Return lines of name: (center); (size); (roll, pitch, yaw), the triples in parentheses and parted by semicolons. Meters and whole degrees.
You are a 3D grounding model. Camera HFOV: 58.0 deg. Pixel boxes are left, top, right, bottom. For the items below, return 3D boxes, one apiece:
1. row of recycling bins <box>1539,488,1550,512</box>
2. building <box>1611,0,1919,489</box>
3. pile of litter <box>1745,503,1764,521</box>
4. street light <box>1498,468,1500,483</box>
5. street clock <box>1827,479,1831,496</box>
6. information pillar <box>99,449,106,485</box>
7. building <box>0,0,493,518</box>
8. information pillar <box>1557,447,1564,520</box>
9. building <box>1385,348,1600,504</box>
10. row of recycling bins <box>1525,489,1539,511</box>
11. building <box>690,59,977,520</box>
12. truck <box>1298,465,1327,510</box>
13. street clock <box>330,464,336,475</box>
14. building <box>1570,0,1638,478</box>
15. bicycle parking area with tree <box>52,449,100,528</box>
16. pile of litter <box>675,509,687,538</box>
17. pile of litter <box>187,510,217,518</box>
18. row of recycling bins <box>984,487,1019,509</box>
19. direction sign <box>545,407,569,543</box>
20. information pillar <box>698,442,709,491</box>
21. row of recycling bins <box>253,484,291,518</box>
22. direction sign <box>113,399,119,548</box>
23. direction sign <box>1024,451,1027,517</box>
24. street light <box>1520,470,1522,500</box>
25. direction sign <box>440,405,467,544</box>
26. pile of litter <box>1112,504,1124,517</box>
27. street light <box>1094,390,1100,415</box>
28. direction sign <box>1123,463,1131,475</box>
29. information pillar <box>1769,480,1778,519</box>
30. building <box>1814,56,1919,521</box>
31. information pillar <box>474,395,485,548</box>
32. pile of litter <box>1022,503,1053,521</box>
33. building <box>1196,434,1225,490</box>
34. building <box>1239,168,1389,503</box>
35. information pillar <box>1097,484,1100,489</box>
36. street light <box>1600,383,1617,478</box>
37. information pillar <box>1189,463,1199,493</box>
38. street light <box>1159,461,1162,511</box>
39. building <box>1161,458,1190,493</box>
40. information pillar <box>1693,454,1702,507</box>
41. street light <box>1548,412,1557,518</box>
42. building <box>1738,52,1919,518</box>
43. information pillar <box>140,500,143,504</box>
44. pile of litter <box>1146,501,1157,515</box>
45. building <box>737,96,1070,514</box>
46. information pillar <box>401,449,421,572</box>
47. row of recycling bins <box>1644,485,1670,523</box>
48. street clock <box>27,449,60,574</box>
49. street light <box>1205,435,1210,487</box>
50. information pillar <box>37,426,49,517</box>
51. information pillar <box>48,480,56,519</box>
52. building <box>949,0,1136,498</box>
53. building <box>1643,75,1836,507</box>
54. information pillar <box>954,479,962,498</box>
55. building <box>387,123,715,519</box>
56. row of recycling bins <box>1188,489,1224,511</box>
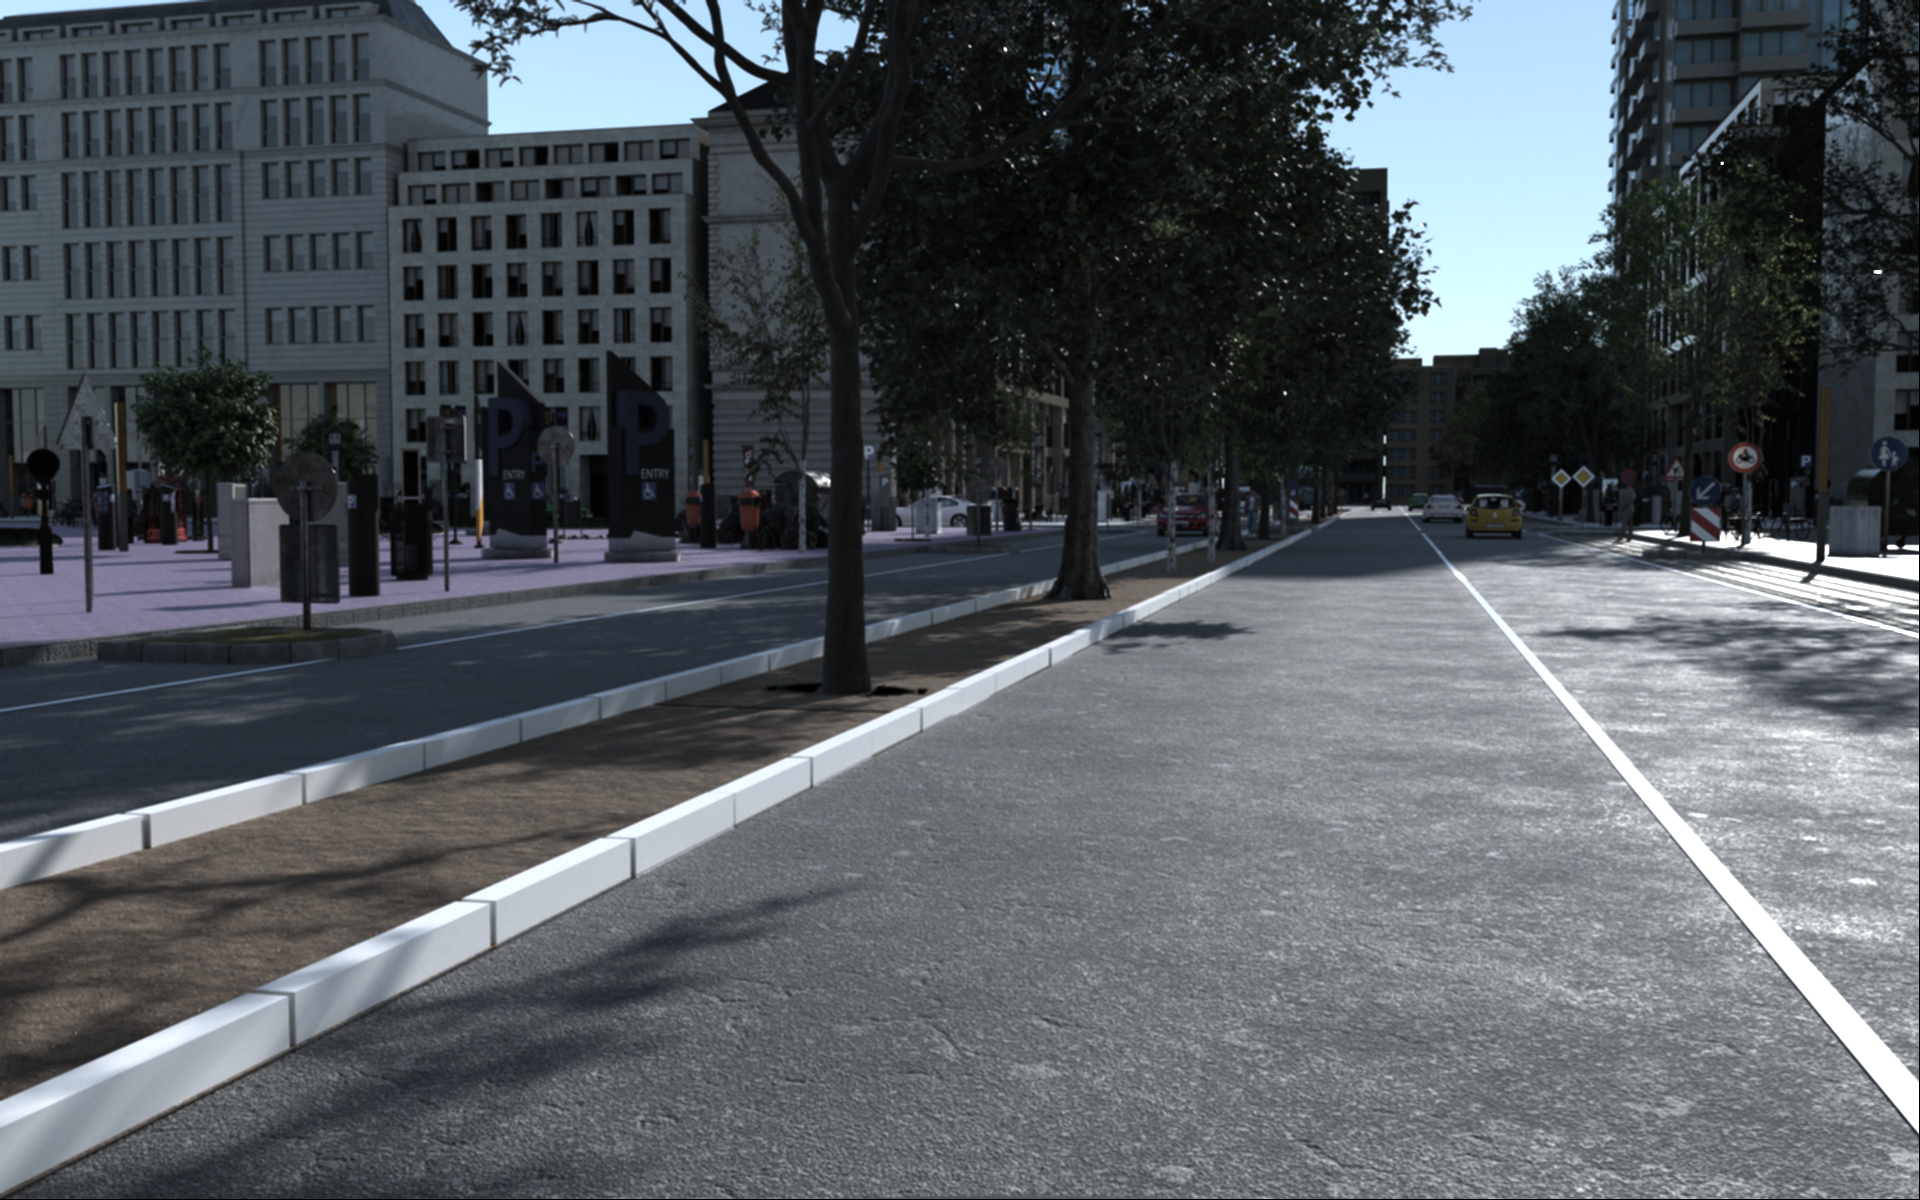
row of recycling bins: (42.930, -7.214, 125.069); (1.069, 1.692, 3.534); (1, 4, 8)
building: (70.458, -32.573, 152.180); (23.786, 49.044, 30.456); (1, 4, 14)
pile of litter: (38.199, -4.247, 83.407); (1.176, 0.858, 1.719); (3, 4, 39)
street light: (43.554, -10.223, 139.926); (0.468, 5.910, 1.993); (1, 4, 14)
street clock: (40.274, -4.655, 80.675); (0.471, 2.002, 0.358); (2, 4, 29)
information pillar: (-43.492, -5.901, 87.841); (0.183, 3.616, 0.504); (1, 4, 10)
building: (-43.401, -19.765, 100.646); (29.804, 29.767, 11.434); (1, 4, 14)
information pillar: (30.130, -5.837, 86.785); (0.183, 3.616, 0.504); (2, 4, 32)
building: (75.057, -24.435, 244.550); (28.899, 21.520, 27.650); (1, 4, 14)
row of recycling bins: (42.948, -7.488, 129.536); (1.069, 1.692, 3.534); (1, 4, 11)
building: (-5.802, -16.319, 95.700); (11.050, 23.489, 19.941); (1, 4, 14)
truck: (33.777, -10.803, 166.386); (2.967, 4.110, 18.799); (1, 4, 12)
street clock: (-15.062, -2.242, 41.232); (0.471, 2.002, 0.358); (3, 5, 42)
building: (77.156, -53.125, 181.267); (22.319, 86.520, 31.000); (1, 4, 14)
bicycle parking area with tree: (-36.092, -4.875, 66.715); (8.231, 4.147, 9.016); (-1, 4, -18)
pile of litter: (-8.390, -2.275, 51.167); (1.176, 0.858, 1.719); (2, 4, 30)
pile of litter: (-41.247, -4.890, 93.921); (1.719, 0.858, 1.176); (1, 4, 11)
row of recycling bins: (1.911, -5.367, 94.869); (1.069, 1.692, 3.534); (3, 5, 42)
direction sign: (-10.573, -3.250, 45.133); (0.876, 3.537, 0.379); (1, 4, 21)
information pillar: (-11.398, -5.249, 77.168); (0.504, 3.616, 0.183); (-1, 4, -21)
row of recycling bins: (-26.770, -3.854, 70.128); (3.534, 1.692, 1.069); (-1, 4, -10)
direction sign: (-20.205, -3.027, 41.493); (0.379, 3.537, 0.876); (-2, 4, -28)
direction sign: (3.485, -6.093, 91.612); (0.379, 3.537, 0.876); (0, 4, -4)
street light: (37.952, -8.830, 117.163); (0.468, 5.910, 1.993); (1, 4, 14)
direction sign: (-12.914, -3.194, 44.227); (0.379, 3.537, 0.876); (2, 4, 27)
pile of litter: (8.790, -5.022, 96.071); (1.176, 0.858, 1.719); (0, 4, -3)
street light: (5.525, -6.098, 72.495); (0.468, 5.910, 1.993); (1, 4, 14)
direction sign: (12.081, -8.107, 124.541); (0.876, 3.537, 0.379); (2, 4, 35)
information pillar: (41.784, -5.167, 88.971); (0.304, 2.012, 0.304); (3, 5, 41)
building: (48.922, -13.626, 77.541); (16.860, 20.320, 10.420); (1, 4, 14)
information pillar: (-11.457, -3.051, 41.243); (0.183, 3.616, 0.504); (0, 4, -5)
pile of litter: (3.723, -4.297, 84.224); (1.176, 0.858, 1.719); (-3, 5, -40)
building: (23.970, -38.808, 254.126); (30.456, 49.044, 23.786); (1, 4, 14)
building: (49.766, -38.099, 246.625); (21.600, 48.544, 21.300); (1, 4, 14)
information pillar: (10.123, -7.567, 128.215); (0.304, 2.012, 0.304); (-1, 4, -14)
street light: (26.427, -5.989, 70.713); (0.468, 5.910, 1.993); (1, 4, 14)
information pillar: (17.688, -8.481, 130.020); (0.504, 3.616, 0.183); (0, 4, 1)
street light: (11.047, -7.492, 95.277); (0.468, 5.910, 1.993); (1, 4, 14)
building: (10.896, -21.741, 200.507); (28.899, 21.520, 27.650); (1, 4, 14)
information pillar: (42.725, -6.670, 100.406); (0.504, 3.616, 0.183); (-1, 4, -14)
street light: (32.107, -7.407, 93.886); (0.468, 5.910, 1.993); (1, 4, 14)
building: (51.033, -16.214, 94.782); (12.332, 23.373, 15.834); (1, 4, 14)
information pillar: (-34.041, -4.150, 72.343); (0.304, 2.012, 0.304); (-3, 4, -37)
pile of litter: (11.540, -5.654, 106.405); (1.176, 0.858, 1.719); (-2, 4, -33)
building: (-3.102, -19.513, 123.550); (19.350, 26.468, 34.151); (1, 4, 14)
information pillar: (-8.941, -1.453, 28.249); (0.304, 2.012, 0.304); (-1, 4, -16)
row of recycling bins: (30.944, -4.291, 77.271); (1.069, 1.692, 3.534); (1, 4, 14)
street clock: (-14.692, -1.421, 27.805); (0.471, 2.002, 0.358); (-2, 4, -27)
street light: (16.824, -8.881, 117.997); (0.468, 5.910, 1.993); (1, 4, 14)
information pillar: (-31.458, -4.163, 59.418); (0.504, 3.616, 0.183); (2, 4, 32)
information pillar: (-46.795, -5.182, 89.221); (0.304, 2.012, 0.304); (0, 4, -1)
building: (6.015, -52.063, 163.902); (22.319, 86.520, 31.000); (1, 4, 14)
building: (59.568, -19.190, 118.279); (19.350, 26.468, 34.151); (1, 4, 14)
information pillar: (-0.098, -4.903, 84.649); (0.304, 2.012, 0.304); (1, 4, 22)
building: (-20.764, -14.678, 94.736); (16.860, 20.320, 10.420); (1, 4, 14)
row of recycling bins: (19.084, -7.722, 133.364); (3.534, 1.692, 1.069); (3, 5, 39)
